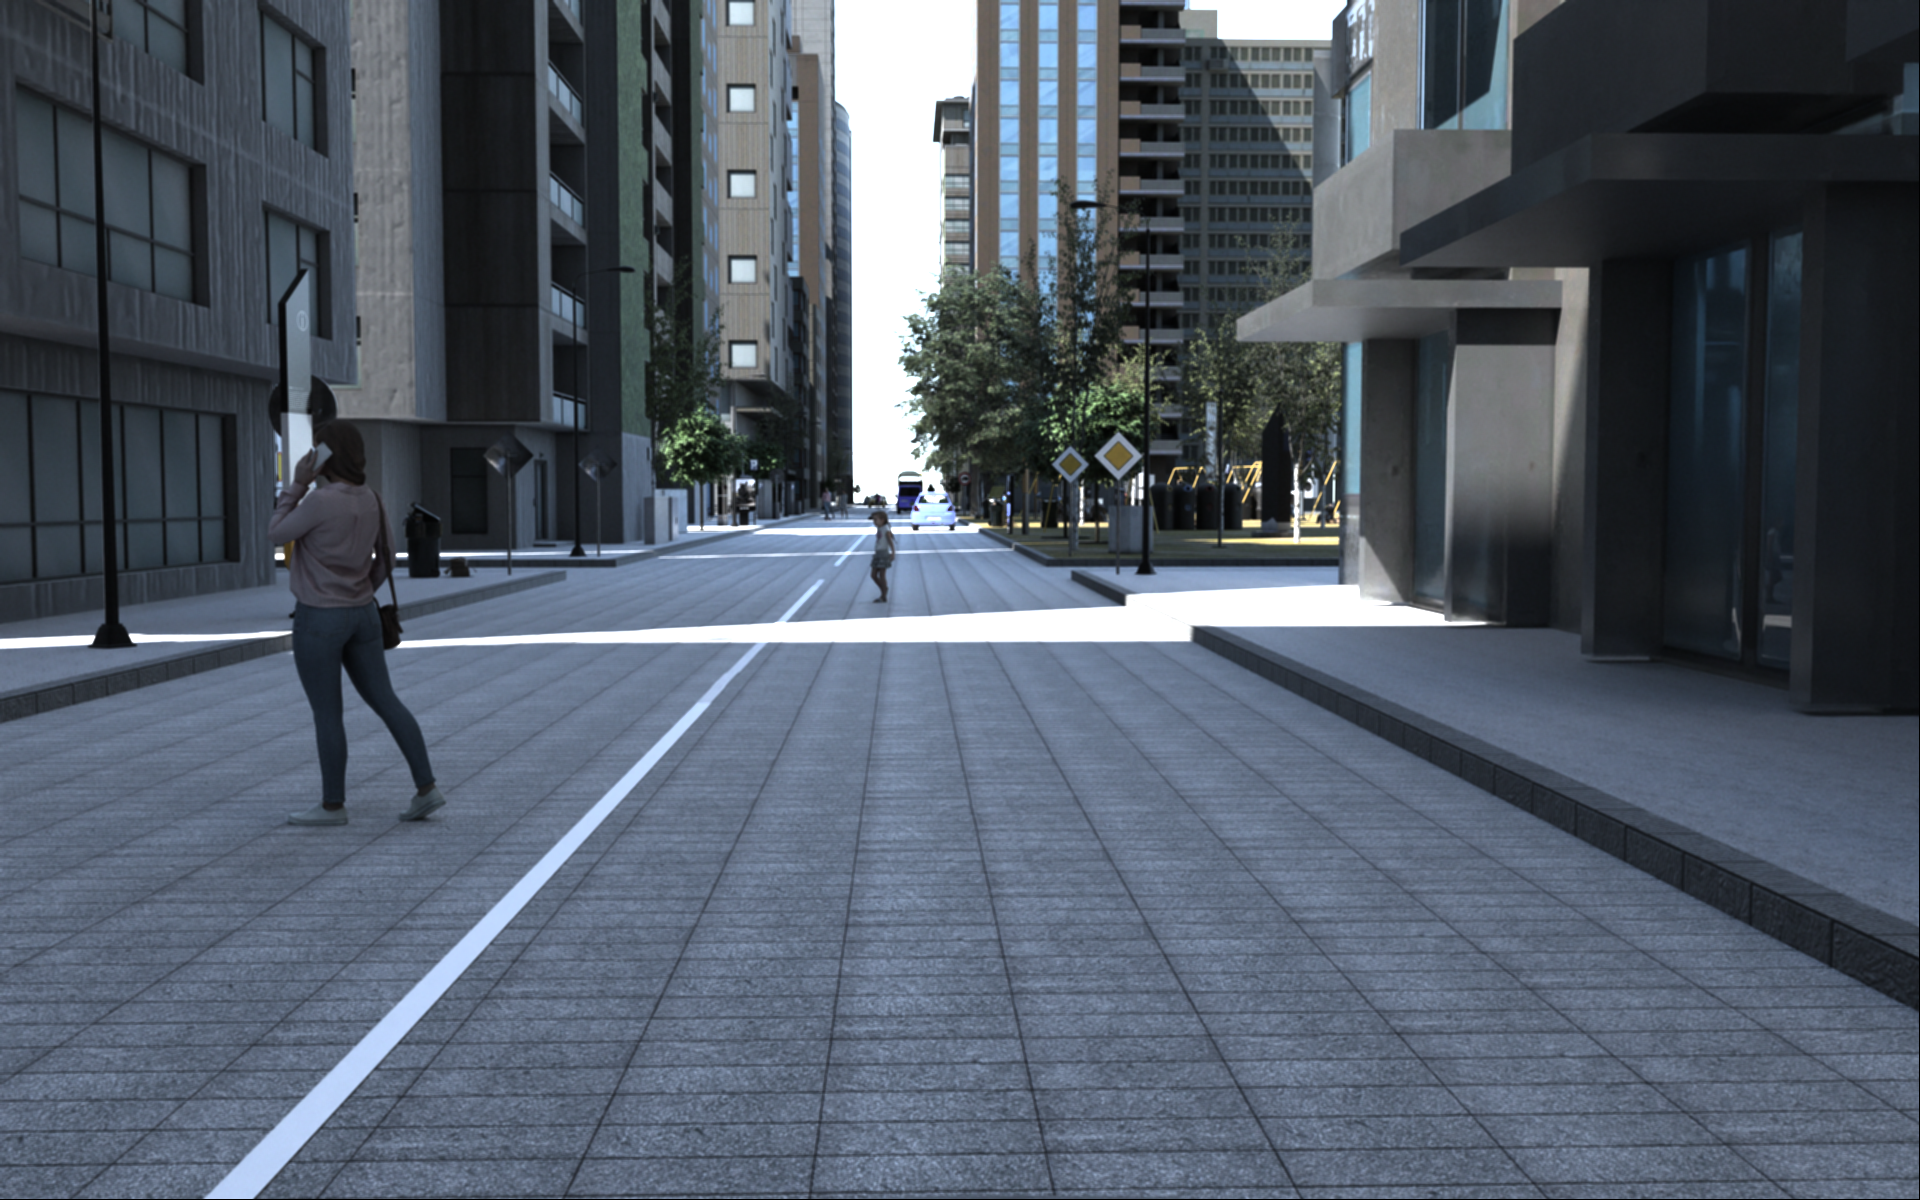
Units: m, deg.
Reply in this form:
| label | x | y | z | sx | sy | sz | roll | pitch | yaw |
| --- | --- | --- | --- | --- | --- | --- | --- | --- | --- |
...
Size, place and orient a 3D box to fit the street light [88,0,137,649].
| label | x | y | z | sx | sy | sz | roll | pitch | yaw |
| --- | --- | --- | --- | --- | --- | --- | --- | --- | --- |
| street light | -6.572 | -2.558 | 14.368 | 1.470 | 5.913 | 1.316 | 0 | 4 | -2 |

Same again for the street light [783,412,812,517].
| label | x | y | z | sx | sy | sz | roll | pitch | yaw |
| --- | --- | --- | --- | --- | --- | --- | --- | --- | --- |
| street light | -9.318 | -7.679 | 98.086 | 1.470 | 5.913 | 1.316 | 0 | 4 | -2 |

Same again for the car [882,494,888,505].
| label | x | y | z | sx | sy | sz | roll | pitch | yaw |
| --- | --- | --- | --- | --- | --- | --- | --- | --- | --- |
| car | -10.136 | -12.905 | 219.798 | 1.959 | 1.807 | 4.718 | 0 | 4 | -1 |

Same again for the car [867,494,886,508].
| label | x | y | z | sx | sy | sz | roll | pitch | yaw |
| --- | --- | --- | --- | --- | --- | --- | --- | --- | --- |
| car | -8.766 | -10.521 | 182.244 | 2.015 | 1.641 | 3.980 | 0 | 4 | -1 |

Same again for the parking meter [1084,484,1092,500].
| label | x | y | z | sx | sy | sz | roll | pitch | yaw |
| --- | --- | --- | --- | --- | --- | --- | --- | --- | --- |
| parking meter | 7.184 | -5.580 | 96.942 | 0.399 | 1.863 | 0.255 | -1 | 4 | -8 |

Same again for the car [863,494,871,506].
| label | x | y | z | sx | sy | sz | roll | pitch | yaw |
| --- | --- | --- | --- | --- | --- | --- | --- | --- | --- |
| car | -10.802 | -12.137 | 210.444 | 2.014 | 1.417 | 4.499 | 0 | 4 | 0 |

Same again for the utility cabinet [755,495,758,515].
| label | x | y | z | sx | sy | sz | roll | pitch | yaw |
| --- | --- | --- | --- | --- | --- | --- | --- | --- | --- |
| utility cabinet | -13.050 | -5.902 | 107.656 | 1.020 | 1.237 | 0.306 | -2 | 4 | -31 |

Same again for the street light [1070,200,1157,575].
| label | x | y | z | sx | sy | sz | roll | pitch | yaw |
| --- | --- | --- | --- | --- | --- | --- | --- | --- | --- |
| street light | 2.438 | -3.366 | 27.569 | 1.470 | 5.913 | 1.316 | 0 | 4 | -2 |

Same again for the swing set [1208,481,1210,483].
| label | x | y | z | sx | sy | sz | roll | pitch | yaw |
| --- | --- | --- | --- | --- | --- | --- | --- | --- | --- |
| swing set | 16.188 | -6.103 | 97.400 | 2.862 | 2.851 | 3.119 | -2 | 4 | -26 |

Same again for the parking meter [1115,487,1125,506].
| label | x | y | z | sx | sy | sz | roll | pitch | yaw |
| --- | --- | --- | --- | --- | --- | --- | --- | --- | --- |
| parking meter | 5.721 | -3.275 | 61.957 | 0.372 | 1.533 | 0.369 | 0 | 3 | 0 |

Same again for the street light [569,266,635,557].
| label | x | y | z | sx | sy | sz | roll | pitch | yaw |
| --- | --- | --- | --- | --- | --- | --- | --- | --- | --- |
| street light | -7.311 | -3.846 | 35.425 | 1.470 | 5.913 | 1.316 | 0 | 4 | -2 |

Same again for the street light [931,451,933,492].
| label | x | y | z | sx | sy | sz | roll | pitch | yaw |
| --- | --- | --- | --- | --- | --- | --- | --- | --- | --- |
| street light | -1.640 | -11.142 | 154.717 | 1.470 | 5.913 | 1.316 | 0 | 4 | -2 |

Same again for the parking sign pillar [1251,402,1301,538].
| label | x | y | z | sx | sy | sz | roll | pitch | yaw |
| --- | --- | --- | --- | --- | --- | --- | --- | --- | --- |
| parking sign pillar | 9.363 | -3.839 | 51.245 | 1.447 | 3.967 | 1.447 | -1 | 4 | -12 |

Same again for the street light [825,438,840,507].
| label | x | y | z | sx | sy | sz | roll | pitch | yaw |
| --- | --- | --- | --- | --- | --- | --- | --- | --- | --- |
| street light | -10.760 | -10.415 | 142.831 | 1.470 | 5.913 | 1.316 | 0 | 4 | -2 |

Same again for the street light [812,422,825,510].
| label | x | y | z | sx | sy | sz | roll | pitch | yaw |
| --- | --- | --- | --- | --- | --- | --- | --- | --- | --- |
| street light | -9.655 | -8.529 | 111.995 | 1.470 | 5.913 | 1.316 | 0 | 4 | -2 |

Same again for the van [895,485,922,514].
| label | x | y | z | sx | sy | sz | roll | pitch | yaw |
| --- | --- | --- | --- | --- | --- | --- | --- | --- | --- |
| van | -3.620 | -7.387 | 125.156 | 2.240 | 2.365 | 5.245 | 0 | 4 | -2 |

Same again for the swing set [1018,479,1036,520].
| label | x | y | z | sx | sy | sz | roll | pitch | yaw |
| --- | --- | --- | --- | --- | --- | --- | --- | --- | --- |
| swing set | 4.806 | -5.423 | 86.285 | 2.862 | 2.851 | 3.119 | -1 | 4 | -22 |

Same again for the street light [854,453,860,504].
| label | x | y | z | sx | sy | sz | roll | pitch | yaw |
| --- | --- | --- | --- | --- | --- | --- | --- | --- | --- |
| street light | -12.331 | -13.591 | 194.759 | 1.470 | 5.913 | 1.316 | 0 | 4 | -2 |

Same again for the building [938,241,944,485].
| label | x | y | z | sx | sy | sz | roll | pitch | yaw |
| --- | --- | --- | --- | --- | --- | --- | --- | --- | --- |
| building | 7.921 | -36.746 | 255.419 | 22.147 | 44.769 | 28.867 | 0 | 4 | -2 |

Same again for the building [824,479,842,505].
| label | x | y | z | sx | sy | sz | roll | pitch | yaw |
| --- | --- | --- | --- | --- | --- | --- | --- | --- | --- |
| building | -30.466 | -31.443 | 205.968 | 32.217 | 40.220 | 23.993 | 0 | 4 | -2 |

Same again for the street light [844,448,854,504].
| label | x | y | z | sx | sy | sz | roll | pitch | yaw |
| --- | --- | --- | --- | --- | --- | --- | --- | --- | --- |
| street light | -11.683 | -12.302 | 173.673 | 1.470 | 5.913 | 1.316 | 0 | 4 | -2 |

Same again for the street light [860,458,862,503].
| label | x | y | z | sx | sy | sz | roll | pitch | yaw |
| --- | --- | --- | --- | --- | --- | --- | --- | --- | --- |
| street light | -13.323 | -15.478 | 225.598 | 1.470 | 5.913 | 1.316 | 0 | 4 | -2 |

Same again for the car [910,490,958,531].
| label | x | y | z | sx | sy | sz | roll | pitch | yaw |
| --- | --- | --- | --- | --- | --- | --- | --- | --- | --- |
| car | -1.029 | -3.587 | 68.243 | 1.945 | 1.707 | 3.694 | 0 | 4 | 0 |

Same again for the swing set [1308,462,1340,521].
| label | x | y | z | sx | sy | sz | roll | pitch | yaw |
| --- | --- | --- | --- | --- | --- | --- | --- | --- | --- |
| swing set | 17.993 | -5.067 | 80.458 | 2.862 | 2.851 | 3.119 | -1 | 4 | -9 |

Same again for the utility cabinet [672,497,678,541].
| label | x | y | z | sx | sy | sz | roll | pitch | yaw |
| --- | --- | --- | --- | --- | --- | --- | --- | --- | --- |
| utility cabinet | -7.974 | -2.234 | 47.692 | 0.306 | 1.237 | 1.020 | 0 | 4 | 0 |

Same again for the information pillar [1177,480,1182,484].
| label | x | y | z | sx | sy | sz | roll | pitch | yaw |
| --- | --- | --- | --- | --- | --- | --- | --- | --- | --- |
| information pillar | 11.687 | -5.345 | 91.877 | 0.304 | 2.012 | 0.304 | 0 | 4 | 5 |

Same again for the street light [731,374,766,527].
| label | x | y | z | sx | sy | sz | roll | pitch | yaw |
| --- | --- | --- | --- | --- | --- | --- | --- | --- | --- |
| street light | -8.189 | -5.777 | 67.001 | 1.470 | 5.913 | 1.316 | 0 | 4 | -2 |

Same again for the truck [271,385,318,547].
| label | x | y | z | sx | sy | sz | roll | pitch | yaw |
| --- | --- | --- | --- | --- | --- | --- | --- | --- | --- |
| truck | -17.519 | -2.562 | 30.807 | 11.283 | 4.237 | 2.839 | 0 | 4 | -4 |

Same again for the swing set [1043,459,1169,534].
| label | x | y | z | sx | sy | sz | roll | pitch | yaw |
| --- | --- | --- | --- | --- | --- | --- | --- | --- | --- |
| swing set | 4.738 | -3.635 | 57.051 | 3.119 | 2.851 | 2.862 | -1 | 4 | -21 |

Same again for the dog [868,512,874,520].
| label | x | y | z | sx | sy | sz | roll | pitch | yaw |
| --- | --- | --- | --- | --- | --- | --- | --- | --- | --- |
| dog | -4.876 | -4.667 | 96.497 | 0.550 | 0.427 | 0.748 | 0 | 4 | 7 |

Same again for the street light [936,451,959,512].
| label | x | y | z | sx | sy | sz | roll | pitch | yaw |
| --- | --- | --- | --- | --- | --- | --- | --- | --- | --- |
| street light | -0.767 | -9.230 | 123.459 | 1.470 | 5.913 | 1.316 | 0 | 4 | -2 |

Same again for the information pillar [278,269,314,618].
| label | x | y | z | sx | sy | sz | roll | pitch | yaw |
| --- | --- | --- | --- | --- | --- | --- | --- | --- | --- |
| information pillar | -6.833 | -1.622 | 17.872 | 0.183 | 3.616 | 0.504 | 1 | 4 | 8 |

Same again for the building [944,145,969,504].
| label | x | y | z | sx | sy | sz | roll | pitch | yaw |
| --- | --- | --- | --- | --- | --- | --- | --- | --- | --- |
| building | 5.047 | -31.942 | 205.843 | 14.154 | 41.232 | 14.086 | 0 | 4 | -2 |

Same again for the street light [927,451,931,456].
| label | x | y | z | sx | sy | sz | roll | pitch | yaw |
| --- | --- | --- | --- | --- | --- | --- | --- | --- | --- |
| street light | -2.792 | -13.101 | 186.736 | 1.470 | 5.913 | 1.316 | 0 | 4 | -2 |

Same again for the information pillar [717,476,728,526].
| label | x | y | z | sx | sy | sz | roll | pitch | yaw |
| --- | --- | --- | --- | --- | --- | --- | --- | --- | --- |
| information pillar | -9.540 | -3.980 | 69.566 | 0.304 | 2.012 | 0.304 | 2 | 4 | 30 |

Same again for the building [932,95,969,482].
| label | x | y | z | sx | sy | sz | roll | pitch | yaw |
| --- | --- | --- | --- | --- | --- | --- | --- | --- | --- |
| building | 10.938 | -39.015 | 227.129 | 28.713 | 52.752 | 27.495 | 0 | 4 | -2 |

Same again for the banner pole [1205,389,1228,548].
| label | x | y | z | sx | sy | sz | roll | pitch | yaw |
| --- | --- | --- | --- | --- | --- | --- | --- | --- | --- |
| banner pole | 6.084 | -3.139 | 41.345 | 0.401 | 3.779 | 0.863 | 3 | 5 | 43 |

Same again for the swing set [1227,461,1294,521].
| label | x | y | z | sx | sy | sz | roll | pitch | yaw |
| --- | --- | --- | --- | --- | --- | --- | --- | --- | --- |
| swing set | 14.472 | -5.260 | 83.620 | 2.862 | 2.851 | 3.119 | 0 | 4 | 3 |

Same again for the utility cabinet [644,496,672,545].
| label | x | y | z | sx | sy | sz | roll | pitch | yaw |
| --- | --- | --- | --- | --- | --- | --- | --- | --- | --- |
| utility cabinet | -7.795 | -2.036 | 44.447 | 0.306 | 1.237 | 1.020 | 1 | 4 | 11 |

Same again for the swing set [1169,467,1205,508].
| label | x | y | z | sx | sy | sz | roll | pitch | yaw |
| --- | --- | --- | --- | --- | --- | --- | --- | --- | --- |
| swing set | 13.493 | -6.423 | 102.634 | 2.862 | 2.851 | 3.119 | -2 | 4 | -26 |
